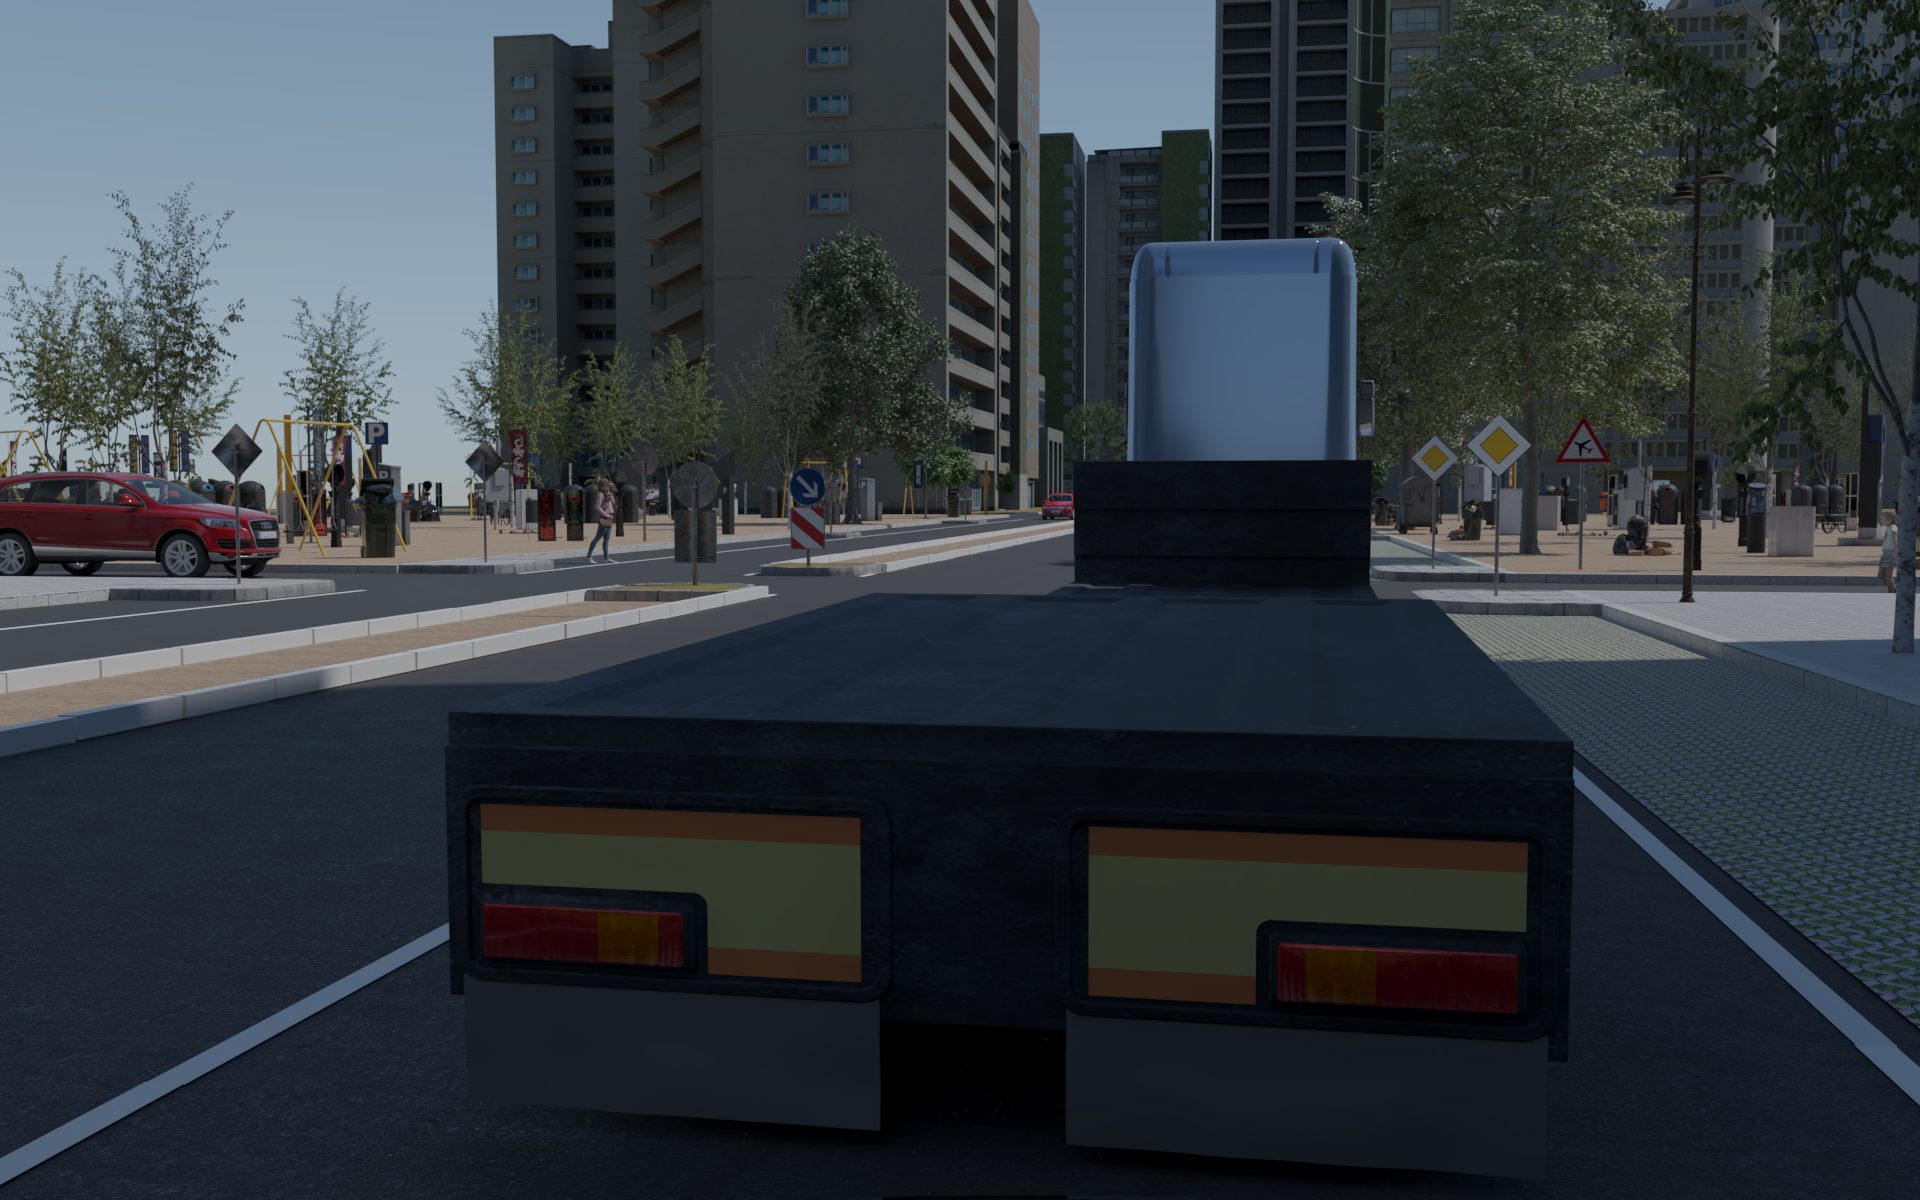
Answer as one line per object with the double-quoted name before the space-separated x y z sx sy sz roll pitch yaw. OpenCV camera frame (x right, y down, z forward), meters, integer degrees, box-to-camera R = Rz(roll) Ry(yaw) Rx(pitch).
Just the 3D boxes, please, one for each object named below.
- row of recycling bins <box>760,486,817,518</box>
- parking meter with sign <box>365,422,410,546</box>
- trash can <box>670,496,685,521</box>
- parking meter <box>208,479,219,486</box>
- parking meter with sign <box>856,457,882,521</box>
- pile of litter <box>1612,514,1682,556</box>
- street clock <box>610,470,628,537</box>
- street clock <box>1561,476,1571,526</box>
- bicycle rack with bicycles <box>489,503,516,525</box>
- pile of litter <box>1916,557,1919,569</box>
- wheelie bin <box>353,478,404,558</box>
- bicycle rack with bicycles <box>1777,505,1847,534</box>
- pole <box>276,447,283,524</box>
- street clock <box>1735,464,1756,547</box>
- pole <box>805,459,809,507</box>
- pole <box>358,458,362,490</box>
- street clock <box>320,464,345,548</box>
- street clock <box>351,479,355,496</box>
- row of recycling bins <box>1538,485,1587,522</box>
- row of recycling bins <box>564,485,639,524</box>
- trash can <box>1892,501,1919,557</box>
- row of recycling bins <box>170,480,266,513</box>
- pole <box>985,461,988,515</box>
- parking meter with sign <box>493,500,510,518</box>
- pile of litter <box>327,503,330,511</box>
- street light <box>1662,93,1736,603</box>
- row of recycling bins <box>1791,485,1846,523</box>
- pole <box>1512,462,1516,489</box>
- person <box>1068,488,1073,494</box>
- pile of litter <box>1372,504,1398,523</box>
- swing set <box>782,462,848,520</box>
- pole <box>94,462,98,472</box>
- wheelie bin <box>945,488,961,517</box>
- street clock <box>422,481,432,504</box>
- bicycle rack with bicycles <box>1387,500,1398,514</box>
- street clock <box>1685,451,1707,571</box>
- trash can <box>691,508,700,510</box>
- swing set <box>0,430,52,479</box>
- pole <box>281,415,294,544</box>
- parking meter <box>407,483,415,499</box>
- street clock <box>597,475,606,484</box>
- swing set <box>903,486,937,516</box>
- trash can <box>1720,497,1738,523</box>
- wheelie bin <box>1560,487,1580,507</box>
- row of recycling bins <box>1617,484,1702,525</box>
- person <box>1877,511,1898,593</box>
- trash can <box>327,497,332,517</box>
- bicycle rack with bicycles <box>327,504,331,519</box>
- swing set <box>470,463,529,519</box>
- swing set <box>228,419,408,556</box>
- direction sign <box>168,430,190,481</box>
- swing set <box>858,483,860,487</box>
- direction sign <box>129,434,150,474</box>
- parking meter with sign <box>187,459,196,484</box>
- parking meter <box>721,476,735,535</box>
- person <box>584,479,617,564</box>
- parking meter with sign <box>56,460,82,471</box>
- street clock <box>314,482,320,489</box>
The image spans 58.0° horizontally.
"row of recycling bins" -9.105 -5.233 92.672 3.534 1.692 1.069 -3 5 -43
"parking meter with sign" -14.103 -2.848 42.825 0.543 3.016 1.738 0 4 1
"trash can" -13.717 -4.425 84.005 0.748 1.137 0.748 0 3 0
"parking meter" -27.985 -3.629 65.041 0.399 1.863 0.255 1 4 16
"parking meter with sign" -4.345 -5.243 81.988 0.543 3.016 1.738 2 4 33
"pile of litter" 14.457 -1.370 36.369 1.719 0.858 1.176 -1 4 -15
"street clock" -10.243 -2.906 52.090 0.471 2.002 0.358 -3 5 -41
"street clock" 24.587 -4.020 70.301 0.358 2.002 0.471 3 5 40
"bicycle rack with bicycles" -18.374 -3.592 72.110 2.852 0.926 2.925 -1 4 -17
"pile of litter" 16.641 -0.958 29.629 1.176 0.858 1.719 2 4 33
"wheelie bin" -11.692 -1.651 34.910 0.980 1.594 0.693 -2 4 -29
"bicycle rack with bicycles" 27.894 -2.658 56.834 2.925 0.926 2.852 -1 4 -18
"pole" -29.159 -4.919 74.264 0.158 3.312 0.155 0 3 0
"street clock" 19.135 -2.304 42.237 0.358 2.002 0.471 -1 4 -15
"pole" -7.748 -5.745 87.769 0.158 3.312 0.155 0 3 0
"pole" -33.904 -6.367 97.935 0.158 3.312 0.155 0 3 0
"street clock" -14.973 -2.260 41.521 0.358 2.002 0.471 1 4 15
"street clock" -26.404 -4.301 74.898 0.358 2.002 0.471 2 4 32
"row of recycling bins" 27.956 -4.545 81.425 1.069 1.692 3.534 -2 4 -31
"row of recycling bins" -15.680 -4.211 75.969 3.534 1.692 1.069 -3 5 -42
"trash can" 19.503 -1.459 35.504 0.748 1.137 0.748 0 3 0
"row of recycling bins" -22.452 -2.748 52.044 1.069 1.692 3.534 2 4 27
"pole" 1.598 -6.817 105.305 0.158 3.312 0.155 0 3 0
"parking meter with sign" -24.395 -5.861 92.082 0.543 3.016 1.738 -3 5 -45
"pile of litter" -36.519 -5.315 100.860 1.719 0.858 1.176 -2 4 -30
"street light" 8.618 -2.909 20.348 0.468 5.910 1.993 1 4 10
"row of recycling bins" 39.167 -4.359 78.379 3.534 1.692 1.069 -1 4 -20
"pole" 26.936 -5.529 84.244 0.158 3.312 0.155 0 3 0
"person" 7.319 -6.563 115.770 1.348 1.831 0.705 0 4 -6
"pile of litter" 19.237 -3.954 78.613 1.719 0.858 1.176 -2 4 -32
"swing set" -7.147 -5.325 84.682 3.119 2.851 2.862 -1 4 -17
"pole" -54.169 -7.020 108.623 0.158 3.312 0.155 0 3 0
"wheelie bin" -0.342 -5.331 95.075 0.980 1.594 0.693 0 4 -2
"street clock" -28.788 -5.449 93.668 0.471 2.002 0.358 0 4 1
"bicycle rack with bicycles" 25.356 -5.332 100.555 2.925 0.926 2.852 -1 4 -20
"street clock" 12.347 -1.498 29.061 0.358 2.002 0.471 1 4 11
"trash can" -13.091 -4.498 85.188 0.748 1.137 0.748 0 3 0
"swing set" -23.685 -2.776 43.007 3.119 2.851 2.862 3 5 41
"pole" -17.267 -3.101 44.543 0.158 3.312 0.155 0 3 0
"parking meter" -29.156 -5.278 92.003 0.255 1.863 0.399 1 4 10
"street clock" -13.853 -3.820 67.032 0.358 2.002 0.471 -2 4 -28
"swing set" -1.862 -6.546 104.651 3.119 2.851 2.862 1 4 10
"trash can" 34.424 -4.033 77.593 0.748 1.137 0.748 0 3 0
"wheelie bin" 27.340 -4.258 77.527 0.980 1.594 0.693 0 4 3
"row of recycling bins" 29.290 -4.023 72.888 3.534 1.692 1.069 1 4 21
"person" 12.409 -0.579 22.986 0.382 1.210 0.505 1 4 14
"trash can" -35.218 -5.208 96.807 0.748 1.137 0.748 0 3 0
"bicycle rack with bicycles" -31.613 -4.747 90.998 2.925 0.926 2.852 2 4 32
"swing set" -23.379 -5.500 87.548 3.119 2.851 2.862 -1 4 -15
"swing set" -14.035 -2.419 37.176 2.862 2.851 3.119 1 4 17
"direction sign" -27.552 -4.231 61.175 0.379 3.537 0.876 1 4 22
"swing set" -7.178 -6.707 107.285 2.862 2.851 3.119 1 4 15
"direction sign" -31.264 -4.529 66.046 0.379 3.537 0.876 2 4 26
"parking meter with sign" -37.922 -5.461 85.550 0.543 3.016 1.738 -2 4 -33
"parking meter" -7.332 -2.997 54.712 0.399 1.863 0.255 3 5 45
"person" -7.424 -1.631 35.751 0.643 1.750 0.593 0 4 -3
"parking meter with sign" -45.811 -5.723 89.840 1.738 3.016 0.543 -1 4 -17
"street clock" -34.036 -5.337 91.827 0.471 2.002 0.358 1 4 10
